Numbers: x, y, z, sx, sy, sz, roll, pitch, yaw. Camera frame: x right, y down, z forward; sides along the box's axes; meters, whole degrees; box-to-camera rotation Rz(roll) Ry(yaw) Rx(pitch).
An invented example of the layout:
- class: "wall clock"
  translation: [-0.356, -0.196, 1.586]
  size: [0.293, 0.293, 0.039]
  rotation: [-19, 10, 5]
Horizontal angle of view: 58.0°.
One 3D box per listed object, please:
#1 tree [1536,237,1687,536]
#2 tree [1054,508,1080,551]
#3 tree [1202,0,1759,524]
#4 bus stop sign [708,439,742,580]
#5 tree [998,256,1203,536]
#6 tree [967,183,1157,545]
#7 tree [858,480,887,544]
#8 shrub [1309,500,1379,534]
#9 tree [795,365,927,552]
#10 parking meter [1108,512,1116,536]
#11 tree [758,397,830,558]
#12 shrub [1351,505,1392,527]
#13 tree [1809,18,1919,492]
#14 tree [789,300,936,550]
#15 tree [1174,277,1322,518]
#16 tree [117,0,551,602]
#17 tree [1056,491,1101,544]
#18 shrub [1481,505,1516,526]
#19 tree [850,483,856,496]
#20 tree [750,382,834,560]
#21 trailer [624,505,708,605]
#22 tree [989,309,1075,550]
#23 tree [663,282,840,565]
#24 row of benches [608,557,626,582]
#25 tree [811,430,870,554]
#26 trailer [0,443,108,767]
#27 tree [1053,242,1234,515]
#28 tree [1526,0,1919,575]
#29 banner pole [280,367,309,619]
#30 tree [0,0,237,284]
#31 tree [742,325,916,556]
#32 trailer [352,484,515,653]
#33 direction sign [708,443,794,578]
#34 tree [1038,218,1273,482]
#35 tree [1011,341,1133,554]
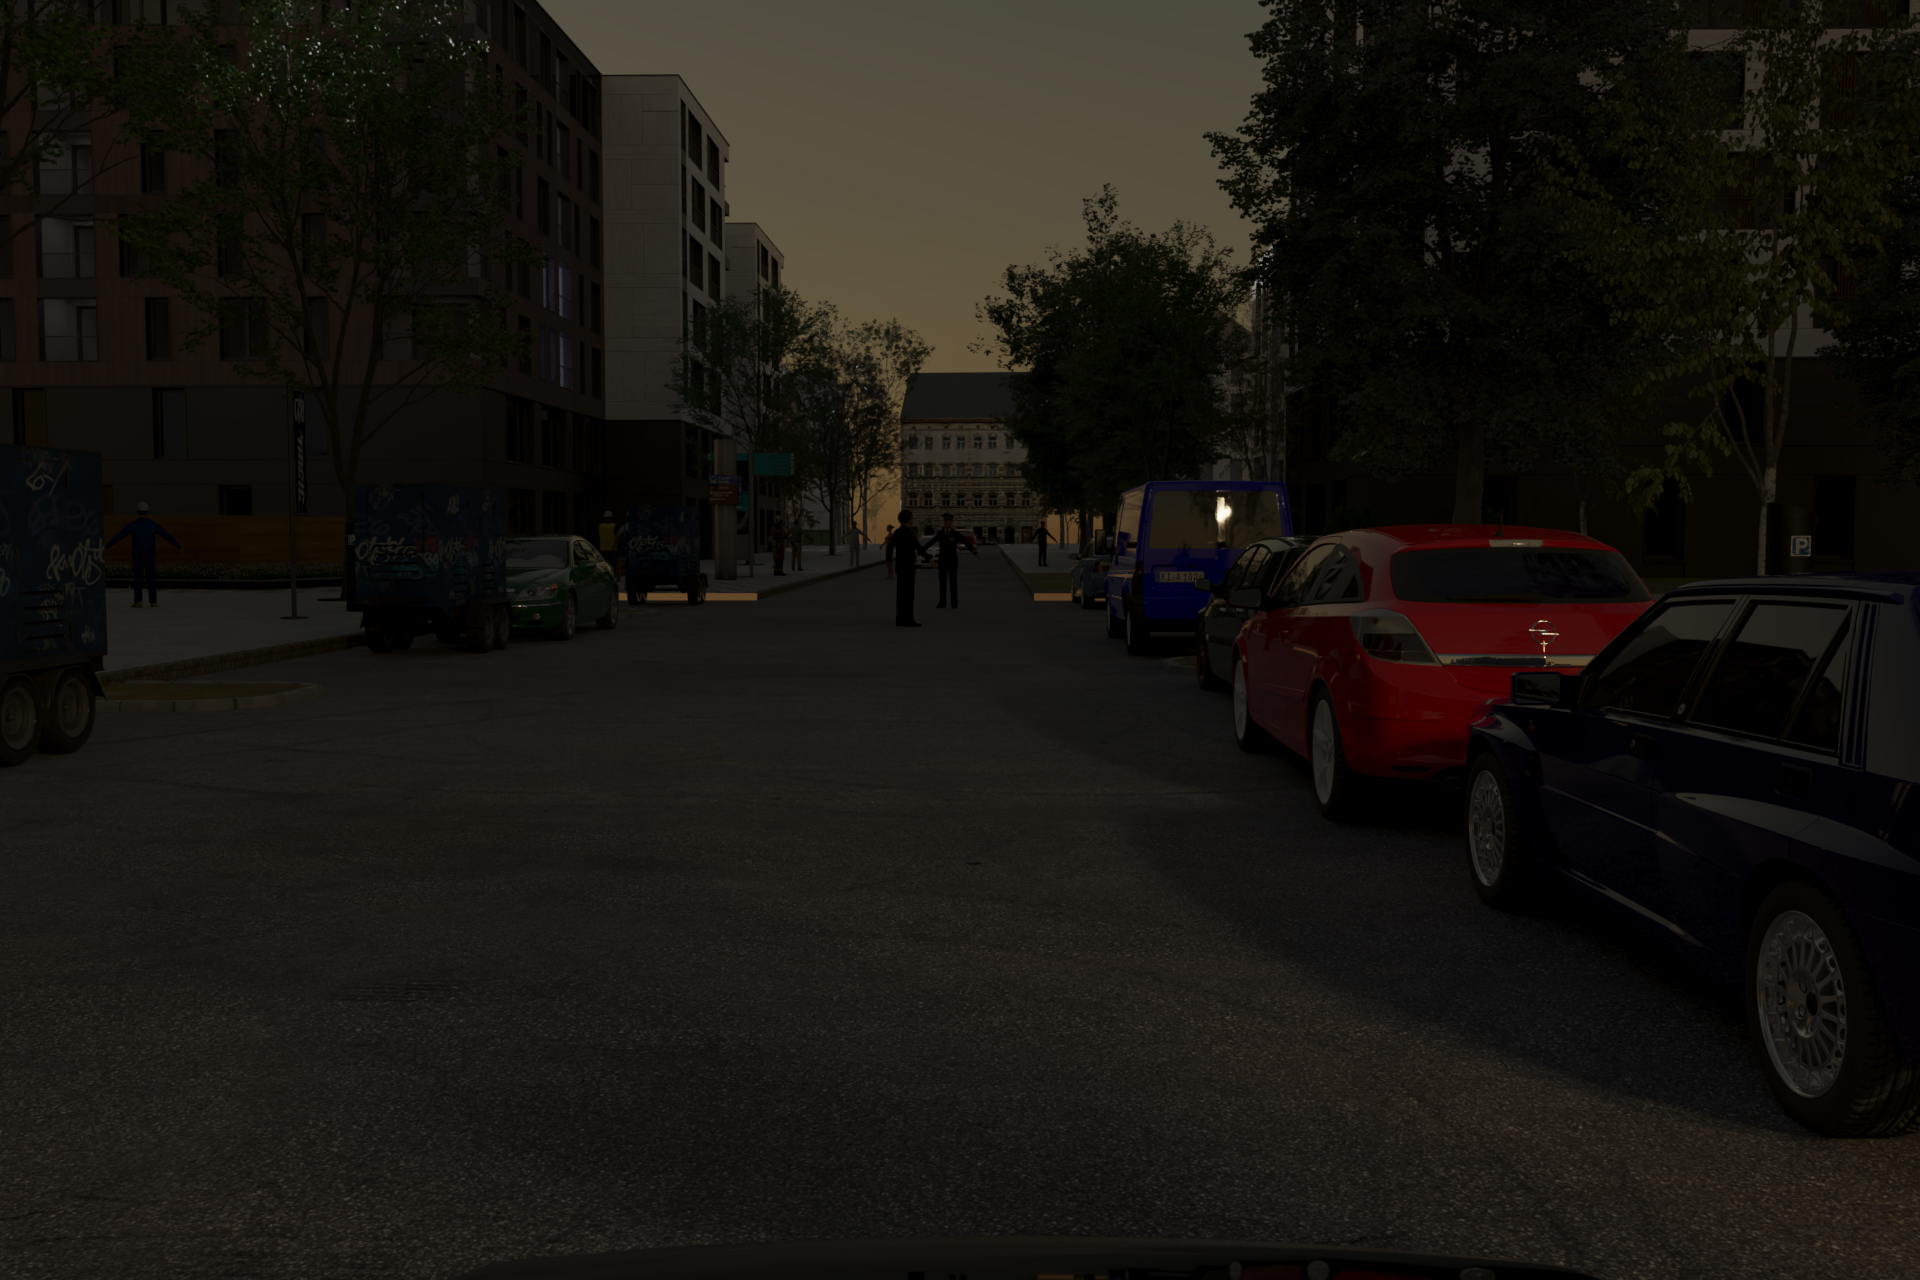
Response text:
- class: "tree"
  translation: [15.010, -5.563, 41.311]
  size: [4.737, 8.622, 4.395]
  rotation: [0, 3, 0]
- class: "tree"
  translation: [7.970, -10.935, 129.147]
  size: [4.737, 8.622, 4.395]
  rotation: [0, 3, 0]
- class: "tree"
  translation: [9.167, -7.601, 30.939]
  size: [9.857, 13.997, 8.962]
  rotation: [0, 3, 0]
- class: "bus stop sign"
  translation: [-6.555, -3.631, 48.386]
  size: [0.837, 3.901, 0.837]
  rotation: [0, 4, 1]
- class: "tree"
  translation: [6.557, -10.466, 77.777]
  size: [9.857, 13.997, 8.962]
  rotation: [0, 3, 0]
- class: "tree"
  translation: [6.777, -14.701, 96.246]
  size: [12.611, 20.169, 13.585]
  rotation: [0, 3, 0]
- class: "tree"
  translation: [-11.217, -17.328, 233.673]
  size: [4.360, 8.622, 3.978]
  rotation: [0, 3, 0]
- class: "shrub"
  translation: [8.945, -2.211, 40.194]
  size: [1.661, 2.075, 1.752]
  rotation: [0, 3, 0]
- class: "tree"
  translation: [-7.548, -13.001, 122.931]
  size: [12.009, 13.543, 11.850]
  rotation: [0, 3, 0]
- class: "parking meter"
  translation: [4.048, -2.404, 45.021]
  size: [0.399, 1.863, 0.255]
  rotation: [0, 4, 0]
- class: "tree"
  translation: [-8.711, -8.617, 91.250]
  size: [4.737, 8.622, 4.395]
  rotation: [0, 3, 0]
- class: "shrub"
  translation: [10.227, -2.441, 43.948]
  size: [1.661, 2.075, 1.752]
  rotation: [0, 3, 0]
- class: "tree"
  translation: [23.528, -8.028, 37.908]
  size: [9.857, 13.997, 8.962]
  rotation: [0, 3, 0]
- class: "tree"
  translation: [-8.717, -17.440, 141.029]
  size: [12.611, 20.169, 13.585]
  rotation: [0, 3, 0]
- class: "tree"
  translation: [8.640, -6.057, 49.400]
  size: [4.360, 8.622, 3.978]
  rotation: [0, 3, 0]
- class: "tree"
  translation: [-11.681, -6.546, 32.778]
  size: [9.928, 11.665, 9.643]
  rotation: [0, 3, 0]
- class: "tree"
  translation: [16.115, -18.146, 231.103]
  size: [7.601, 10.594, 8.767]
  rotation: [0, 4, 7]
- class: "shrub"
  translation: [14.382, -2.643, 47.262]
  size: [1.661, 2.075, 1.752]
  rotation: [0, 3, 0]
- class: "tree"
  translation: [-19.257, -20.120, 235.610]
  size: [9.857, 13.997, 8.962]
  rotation: [0, 3, 0]
- class: "tree"
  translation: [-8.710, -8.198, 84.396]
  size: [4.360, 8.622, 3.978]
  rotation: [0, 3, 0]
- class: "trailer"
  translation: [-5.972, -1.678, 34.485]
  size: [1.471, 1.999, 3.904]
  rotation: [0, 4, 1]
- class: "tree"
  translation: [8.649, -17.586, 143.413]
  size: [12.611, 20.169, 13.585]
  rotation: [0, 3, 0]
- class: "tree"
  translation: [-8.503, -8.886, 71.034]
  size: [9.928, 11.665, 9.643]
  rotation: [0, 3, 0]
- class: "row of benches"
  translation: [-9.640, -1.900, 46.530]
  size: [1.422, 0.672, 4.104]
  rotation: [2, 4, 26]
- class: "tree"
  translation: [-8.296, -9.980, 113.539]
  size: [4.360, 8.622, 3.978]
  rotation: [0, 3, 0]
- class: "trailer"
  translation: [-6.507, -0.195, 10.236]
  size: [1.471, 1.999, 3.904]
  rotation: [0, 4, 1]
- class: "tree"
  translation: [7.214, -9.135, 67.488]
  size: [7.486, 12.596, 7.792]
  rotation: [0, 3, 0]
- class: "tree"
  translation: [8.798, -4.208, 19.159]
  size: [4.737, 8.622, 4.395]
  rotation: [0, 3, 0]
- class: "banner pole"
  translation: [-10.086, -2.223, 26.363]
  size: [0.401, 3.779, 0.863]
  rotation: [0, 4, 0]
- class: "tree"
  translation: [-12.686, -5.811, 20.765]
  size: [9.928, 11.665, 9.643]
  rotation: [0, 3, 0]
- class: "tree"
  translation: [-7.768, -11.767, 102.756]
  size: [12.009, 13.543, 11.850]
  rotation: [0, 3, 0]
- class: "trailer"
  translation: [-6.375, -0.817, 20.402]
  size: [1.471, 1.999, 3.904]
  rotation: [0, 4, 1]
- class: "direction sign"
  translation: [-6.126, -3.830, 51.375]
  size: [2.525, 3.948, 1.411]
  rotation: [0, 3, 0]
- class: "tree"
  translation: [6.656, -8.120, 58.521]
  size: [9.928, 11.665, 9.643]
  rotation: [0, 3, 0]
- class: "tree"
  translation: [7.925, -12.509, 111.170]
  size: [9.857, 13.997, 8.962]
  rotation: [0, 3, 0]
